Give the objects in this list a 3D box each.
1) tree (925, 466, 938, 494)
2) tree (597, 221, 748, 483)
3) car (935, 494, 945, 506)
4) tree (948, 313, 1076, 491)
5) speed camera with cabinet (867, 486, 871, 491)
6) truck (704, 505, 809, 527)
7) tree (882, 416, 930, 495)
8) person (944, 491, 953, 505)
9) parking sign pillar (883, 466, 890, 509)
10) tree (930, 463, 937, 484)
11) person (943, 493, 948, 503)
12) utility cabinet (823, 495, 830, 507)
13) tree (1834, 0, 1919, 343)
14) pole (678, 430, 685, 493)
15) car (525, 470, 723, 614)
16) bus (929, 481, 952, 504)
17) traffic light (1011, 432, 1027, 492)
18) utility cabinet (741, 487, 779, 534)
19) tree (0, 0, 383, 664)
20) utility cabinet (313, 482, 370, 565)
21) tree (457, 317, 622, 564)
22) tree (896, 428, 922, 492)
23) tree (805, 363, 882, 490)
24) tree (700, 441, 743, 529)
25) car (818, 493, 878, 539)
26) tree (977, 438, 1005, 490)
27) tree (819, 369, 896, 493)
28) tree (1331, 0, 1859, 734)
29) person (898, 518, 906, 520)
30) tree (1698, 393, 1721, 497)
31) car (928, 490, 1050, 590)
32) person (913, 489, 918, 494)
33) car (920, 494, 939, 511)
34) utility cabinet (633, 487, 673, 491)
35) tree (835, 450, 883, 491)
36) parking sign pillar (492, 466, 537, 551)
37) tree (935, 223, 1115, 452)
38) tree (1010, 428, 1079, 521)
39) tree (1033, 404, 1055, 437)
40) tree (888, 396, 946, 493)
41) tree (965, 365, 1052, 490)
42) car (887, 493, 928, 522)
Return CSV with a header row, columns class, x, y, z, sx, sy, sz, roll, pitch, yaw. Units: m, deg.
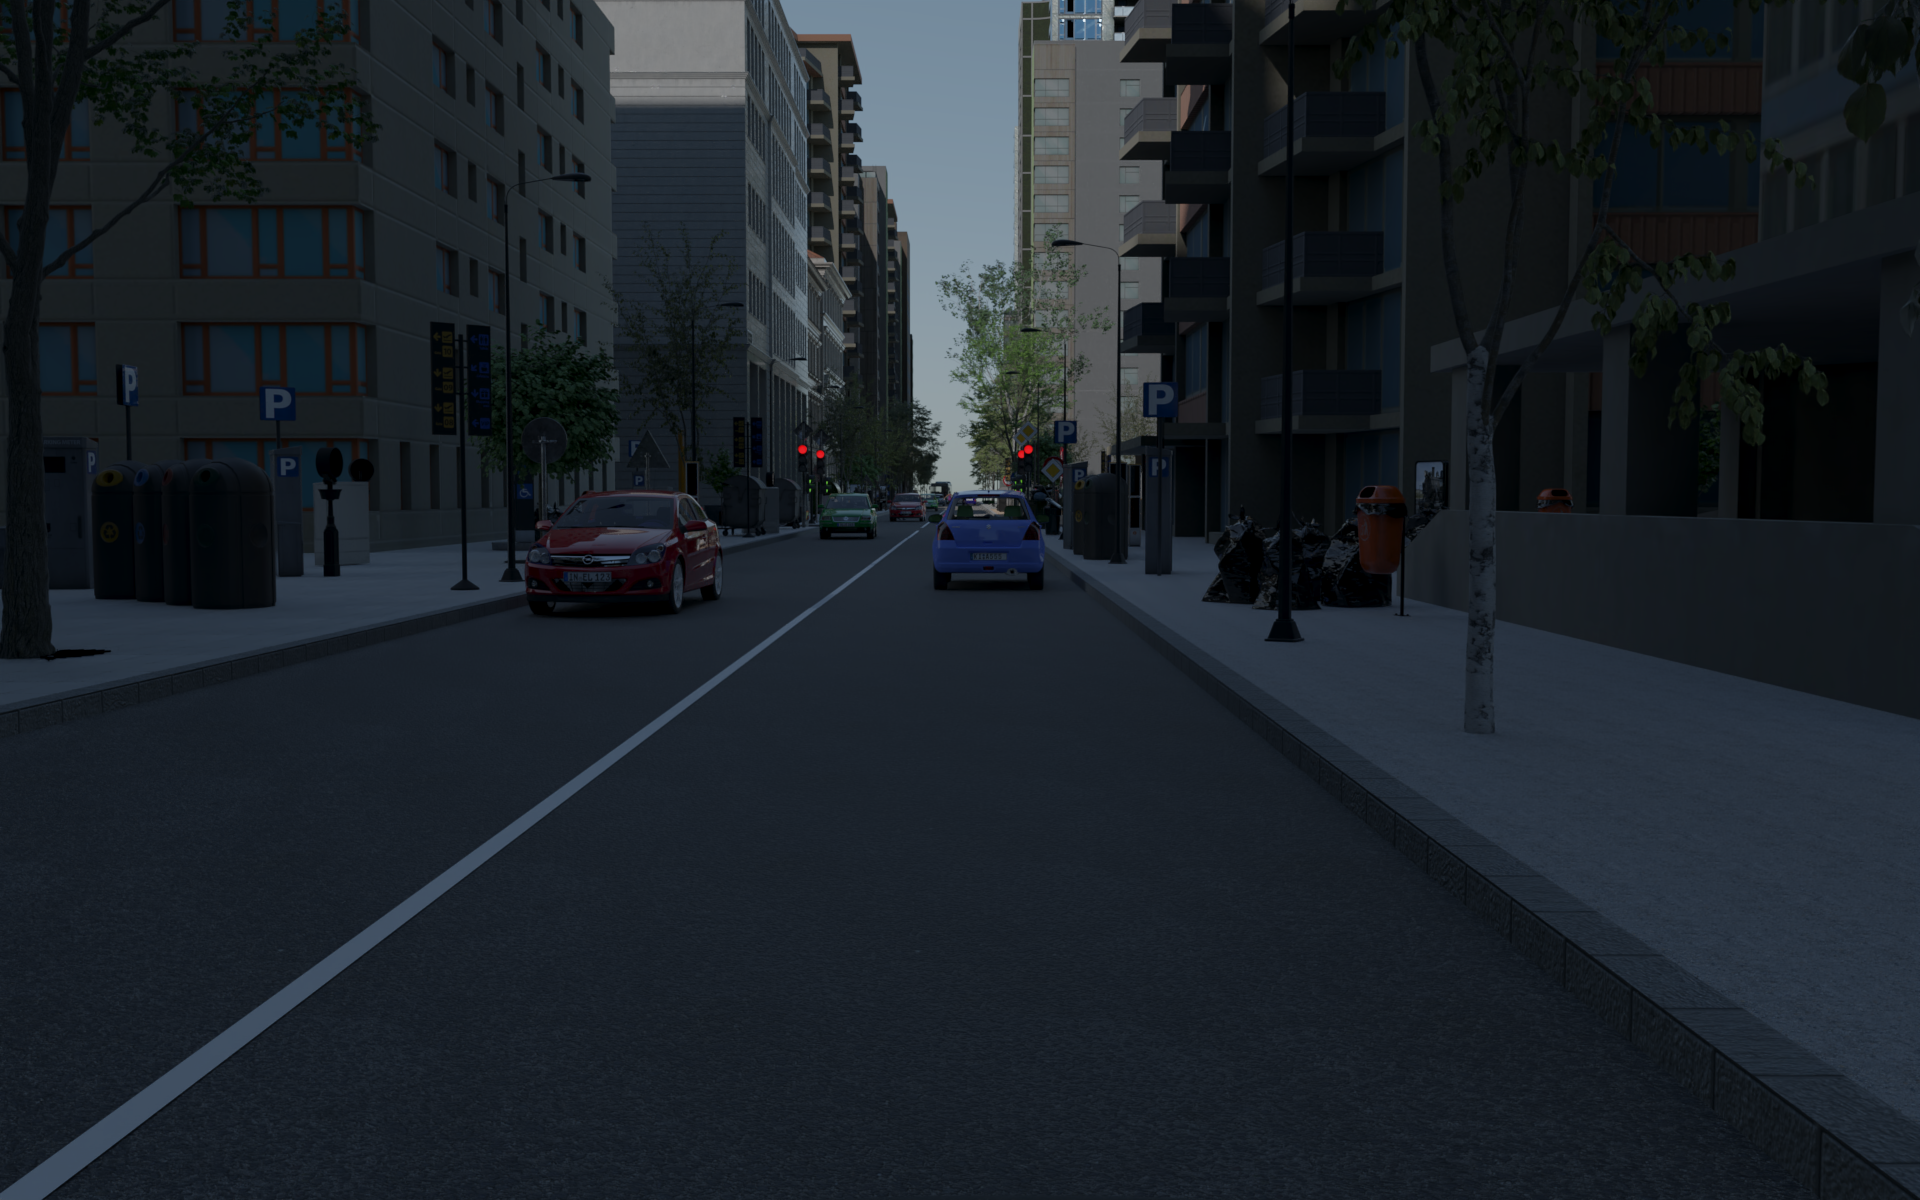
class,x,y,z,sx,sy,sz,roll,pitch,yaw
tree,-5.803,-21.264,298.026,4.737,8.622,4.395,0,3,0
tree,-7.420,-5.850,46.006,4.360,8.622,3.978,0,3,0
car,-2.714,-12.030,208.695,2.014,1.417,4.499,0,4,-1
tree,3.154,-10.644,99.782,9.928,11.665,9.643,0,3,0
speed camera with cabinet,-7.419,-9.100,143.121,0.660,3.252,2.038,1,4,18
truck,-15.681,-4.966,70.952,18.799,4.110,2.967,0,4,1
tree,-5.963,-13.039,163.554,4.360,8.622,3.978,0,3,0
person,-1.048,-9.813,169.619,1.217,1.739,0.721,-2,4,-33
parking sign pillar,-6.181,-9.755,147.965,1.447,3.967,1.447,0,4,-1
tree,-5.746,-14.789,192.166,4.360,8.622,3.978,0,3,0
person,-1.854,-12.970,222.029,0.593,1.643,0.415,-3,5,-44
utility cabinet,-5.957,-4.086,77.971,0.306,1.237,1.020,0,4,5
tree,2.710,-3.180,2.358,4.360,8.622,3.978,0,3,0
pole,-8.854,-3.749,55.144,0.158,3.312,0.155,0,3,0
car,-4.195,-0.794,22.022,2.155,1.783,4.494,0,4,2
bus,-2.664,-15.357,245.949,2.948,3.499,13.247,0,4,2
traffic light,2.620,-5.220,74.264,0.839,4.253,0.868,0,4,0
utility cabinet,-6.409,-2.870,55.603,1.173,1.500,0.318,-1,4,-21
tree,-7.189,-5.353,13.283,9.928,11.665,9.643,0,3,0
utility cabinet,-11.129,-1.375,31.158,0.318,1.500,1.173,1,4,17
tree,-7.817,-2.983,32.491,4.285,4.588,4.351,0,3,0
tree,-6.267,-11.512,138.581,4.737,8.622,4.395,0,3,0
tree,-6.683,-8.964,96.918,4.360,8.622,3.978,0,3,0
tree,-8.610,-4.203,63.322,1.663,3.219,1.824,0,3,0
car,-3.626,-2.915,56.452,1.959,1.807,4.718,0,4,-1
tree,3.661,-15.250,199.703,4.360,8.622,3.978,0,3,0
tree,-6.667,-9.312,102.620,4.737,8.622,4.395,0,3,0
tree,2.788,-3.576,8.833,4.737,8.622,4.395,0,3,0
person,-3.166,-5.022,94.884,0.640,1.303,0.475,2,4,35
tree,11.919,-2.067,28.405,1.663,3.219,1.824,0,3,0
car,0.454,-1.079,27.239,1.945,1.707,3.694,0,4,1
person,-3.822,-8.521,147.794,0.580,1.828,0.573,2,4,28
car,-2.712,-8.279,144.160,1.959,1.807,4.718,0,4,0
utility cabinet,-9.158,-2.633,51.735,1.173,1.500,0.318,1,4,19
tree,-7.062,-8.401,121.062,4.285,4.588,4.351,0,3,0
parking sign pillar,-10.018,-3.133,39.692,1.447,3.967,1.447,-1,4,-17
tree,4.459,-16.272,121.934,12.611,20.169,13.585,0,3,0
tree,4.224,-6.109,83.603,4.285,4.588,4.351,0,3,0
tree,7.424,-11.317,135.389,4.360,8.622,3.978,0,3,0
tree,-6.907,-19.455,224.744,9.857,13.997,8.962,0,3,0
tree,4.309,-14.195,150.221,7.486,12.596,7.792,0,3,0
car,-2.748,-5.023,91.174,2.155,1.783,4.494,0,4,1
